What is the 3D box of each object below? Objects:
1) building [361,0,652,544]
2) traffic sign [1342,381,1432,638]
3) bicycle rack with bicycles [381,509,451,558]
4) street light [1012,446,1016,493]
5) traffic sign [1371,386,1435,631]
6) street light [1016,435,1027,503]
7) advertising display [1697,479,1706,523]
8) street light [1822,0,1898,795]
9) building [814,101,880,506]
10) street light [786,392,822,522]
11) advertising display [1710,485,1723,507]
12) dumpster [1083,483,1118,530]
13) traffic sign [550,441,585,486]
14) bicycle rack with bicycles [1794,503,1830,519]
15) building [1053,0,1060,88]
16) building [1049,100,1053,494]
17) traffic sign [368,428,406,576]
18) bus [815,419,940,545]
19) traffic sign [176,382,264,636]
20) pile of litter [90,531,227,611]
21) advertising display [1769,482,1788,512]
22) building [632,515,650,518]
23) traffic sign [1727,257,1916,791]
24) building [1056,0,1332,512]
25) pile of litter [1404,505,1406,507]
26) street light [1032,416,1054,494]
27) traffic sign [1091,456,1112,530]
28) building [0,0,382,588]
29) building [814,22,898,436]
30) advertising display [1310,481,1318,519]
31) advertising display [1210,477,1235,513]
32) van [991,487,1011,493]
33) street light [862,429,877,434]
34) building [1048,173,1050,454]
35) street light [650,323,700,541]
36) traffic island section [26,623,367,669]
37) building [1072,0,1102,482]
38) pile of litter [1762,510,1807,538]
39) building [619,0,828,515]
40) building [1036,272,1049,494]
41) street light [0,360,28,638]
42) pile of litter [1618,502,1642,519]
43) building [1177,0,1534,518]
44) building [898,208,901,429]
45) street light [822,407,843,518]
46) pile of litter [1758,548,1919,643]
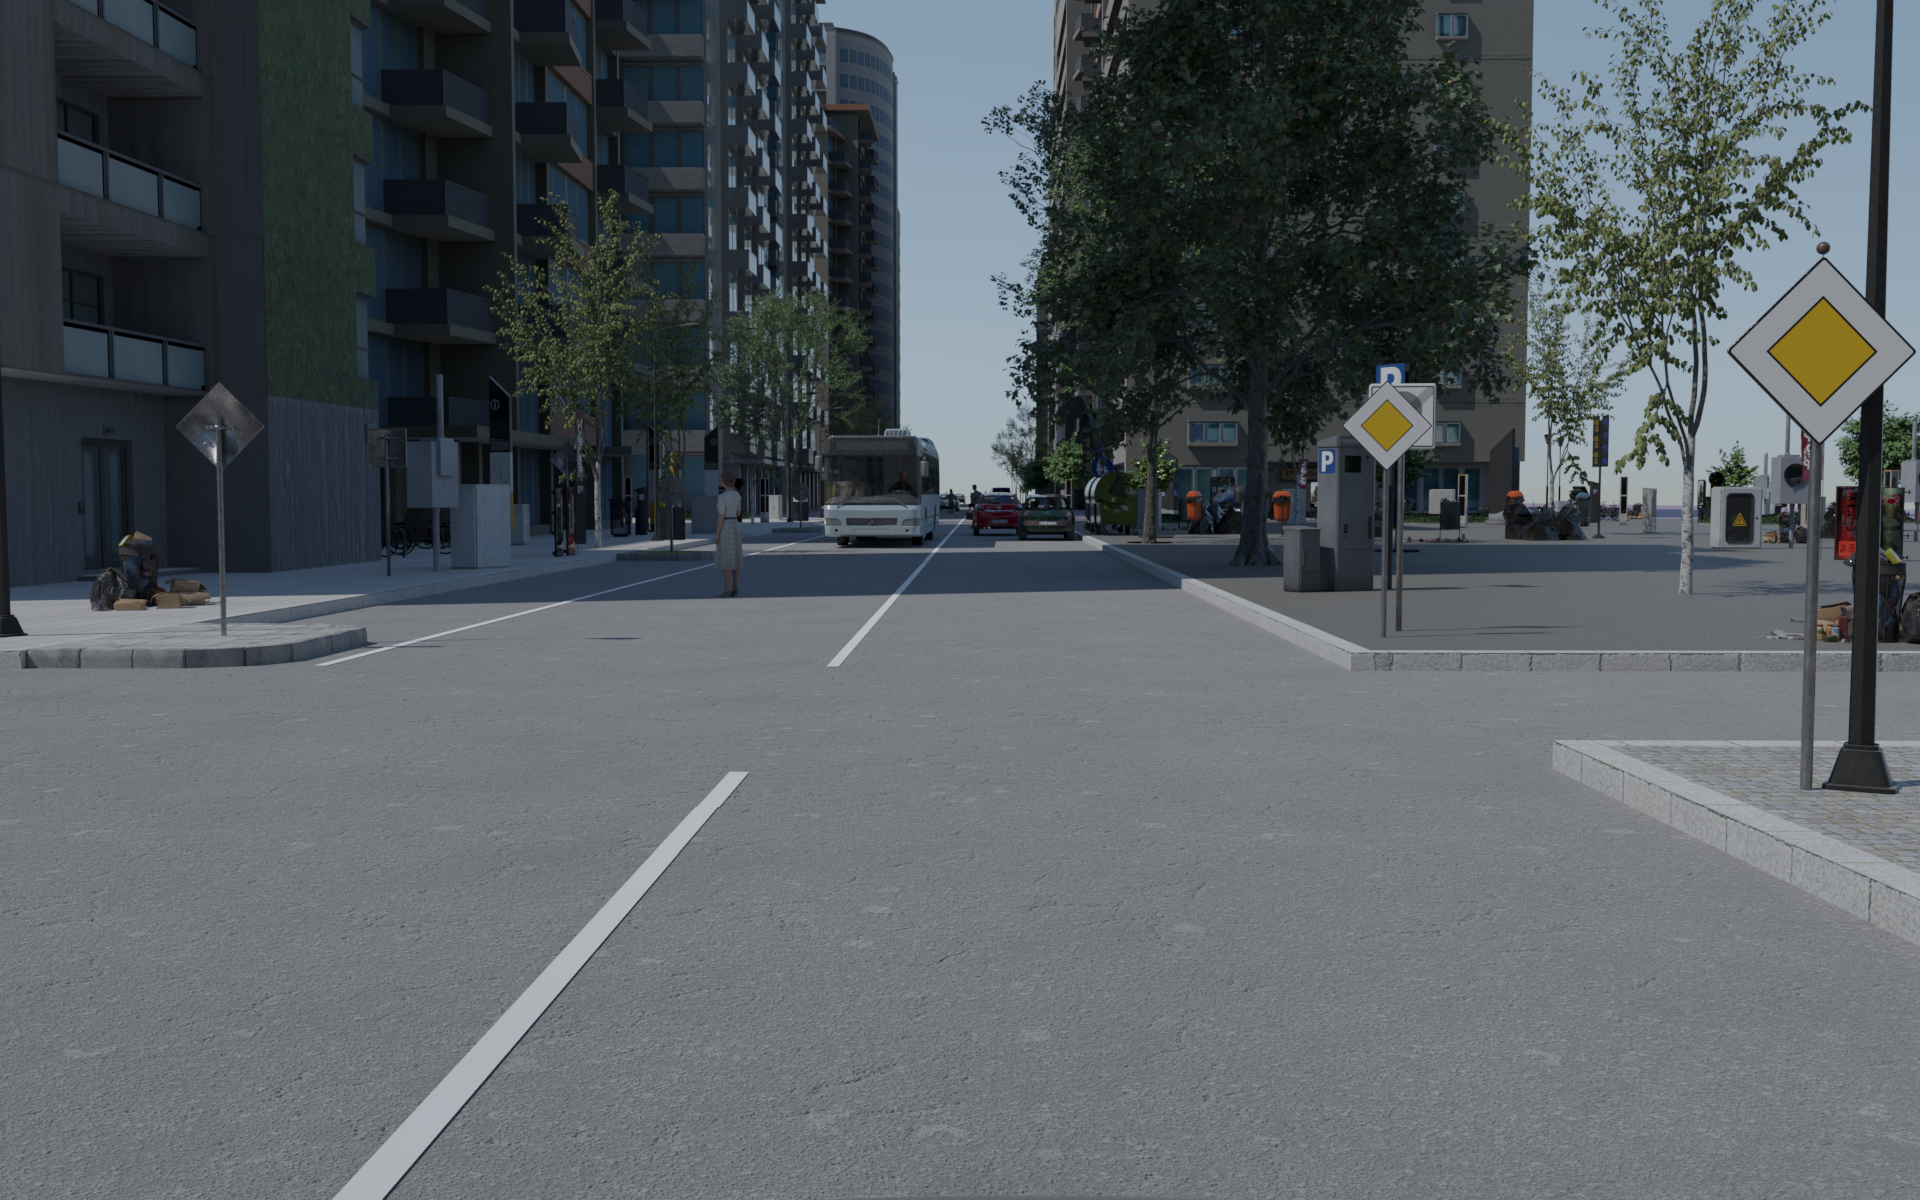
[{"bbox_3d":[-22.611,-24.601,56.849,22.147,44.769,28.867,0,4,1],"label":"building"},{"bbox_3d":[3.786,-0.721,15.433,0.795,2.450,0.064,0,4,1],"label":"traffic sign"},{"bbox_3d":[-12.149,-1.370,35.777,2.925,0.926,2.852,0,4,4],"label":"bicycle rack with bicycles"},{"bbox_3d":[5.782,-11.899,167.087,1.470,5.913,1.316,0,4,1],"label":"street light"},{"bbox_3d":[4.104,-0.857,16.139,0.606,2.300,0.079,0,4,7],"label":"traffic sign"},{"bbox_3d":[5.356,-9.959,135.364,1.470,5.913,1.316,0,4,1],"label":"street light"},{"bbox_3d":[32.832,-4.371,76.687,0.123,1.923,0.974,1,4,9],"label":"advertising display"},{"bbox_3d":[3.392,-2.132,7.403,1.470,5.913,1.316,0,4,1],"label":"street light"},{"bbox_3d":[-20.352,-32.826,191.323,22.147,44.769,28.867,0,4,1],"label":"building"},{"bbox_3d":[-7.229,-6.505,78.892,1.470,5.913,1.316,0,4,1],"label":"street light"},{"bbox_3d":[38.409,-5.037,87.563,0.974,1.923,0.123,0,4,-7],"label":"advertising display"},{"bbox_3d":[5.068,-3.426,61.768,1.264,1.857,1.865,0,4,1],"label":"dumpster"},{"bbox_3d":[-8.528,-2.229,37.630,0.795,2.450,0.064,1,4,10],"label":"traffic sign"},{"bbox_3d":[33.067,-3.231,66.217,2.852,0.926,2.925,0,4,4],"label":"bicycle rack with bicycles"},{"bbox_3d":[21.165,-48.937,238.372,20.563,71.187,20.611,0,4,1],"label":"building"},{"bbox_3d":[20.736,-34.523,188.145,21.300,48.544,21.600,0,4,1],"label":"building"},{"bbox_3d":[-8.919,-1.521,26.994,0.606,2.300,0.079,0,4,3],"label":"traffic sign"},{"bbox_3d":[-2.145,-3.439,51.079,2.948,3.499,13.247,0,4,2],"label":"bus"},{"bbox_3d":[-6.657,-0.732,15.608,0.795,2.450,0.064,0,4,1],"label":"traffic sign"},{"bbox_3d":[-9.132,-0.353,19.744,1.176,0.858,1.719,3,4,36],"label":"pile of litter"},{"bbox_3d":[42.311,-5.163,89.632,0.974,1.923,0.123,1,4,9],"label":"advertising display"},{"bbox_3d":[-22.940,-29.728,105.660,23.786,49.044,30.456,0,4,1],"label":"building"},{"bbox_3d":[3.667,-0.233,7.449,0.795,2.450,0.064,0,4,1],"label":"traffic sign"},{"bbox_3d":[19.473,-32.306,151.903,21.300,48.544,21.600,0,4,1],"label":"building"},{"bbox_3d":[21.196,-4.268,83.745,1.176,0.858,1.719,-3,5,-40],"label":"pile of litter"},{"bbox_3d":[4.987,-7.983,103.055,1.470,5.913,1.316,0,4,1],"label":"street light"},{"bbox_3d":[4.780,-3.557,58.260,0.768,2.556,0.104,0,4,6],"label":"traffic sign"},{"bbox_3d":[-18.269,-20.906,25.402,14.154,41.232,14.086,0,4,1],"label":"building"},{"bbox_3d":[-19.038,-41.430,219.374,21.231,58.520,28.212,0,4,1],"label":"building"},{"bbox_3d":[18.137,-5.050,87.783,0.123,1.923,0.974,-2,4,-34],"label":"advertising display"},{"bbox_3d":[9.681,-3.585,63.835,0.974,1.923,0.123,-1,4,-19],"label":"advertising display"},{"bbox_3d":[3.737,-9.523,160.085,2.240,2.365,5.245,0,4,-1],"label":"van"},{"bbox_3d":[-6.482,-9.286,124.371,1.470,5.913,1.316,0,4,1],"label":"street light"},{"bbox_3d":[17.708,-34.065,207.072,14.600,45.320,14.200,0,4,1],"label":"building"},{"bbox_3d":[-7.747,-4.565,47.171,1.470,5.913,1.316,0,4,1],"label":"street light"},{"bbox_3d":[-6.681,0.404,15.670,2.009,0.180,2.903,0,4,1],"label":"traffic island section"},{"bbox_3d":[19.591,-28.881,126.826,22.147,44.769,28.867,0,4,1],"label":"building"},{"bbox_3d":[21.538,-1.916,45.292,1.719,0.858,1.176,2,4,29],"label":"pile of litter"},{"bbox_3d":[-22.303,-31.624,136.664,23.786,49.044,30.456,0,4,1],"label":"building"},{"bbox_3d":[16.717,-27.543,222.027,14.160,30.474,14.107,0,4,1],"label":"building"},{"bbox_3d":[-8.084,-2.624,15.447,1.470,5.913,1.316,0,4,1],"label":"street light"},{"bbox_3d":[34.666,-4.571,88.701,1.176,0.858,1.719,-3,5,-43],"label":"pile of litter"},{"bbox_3d":[19.570,-29.168,100.591,21.300,48.544,21.600,0,4,1],"label":"building"},{"bbox_3d":[-15.620,-34.090,240.962,14.154,41.232,14.086,0,4,1],"label":"building"},{"bbox_3d":[-6.923,-7.346,92.649,1.470,5.913,1.316,0,4,1],"label":"street light"},{"bbox_3d":[8.027,-0.080,15.279,1.719,0.858,1.176,3,4,37],"label":"pile of litter"}]
